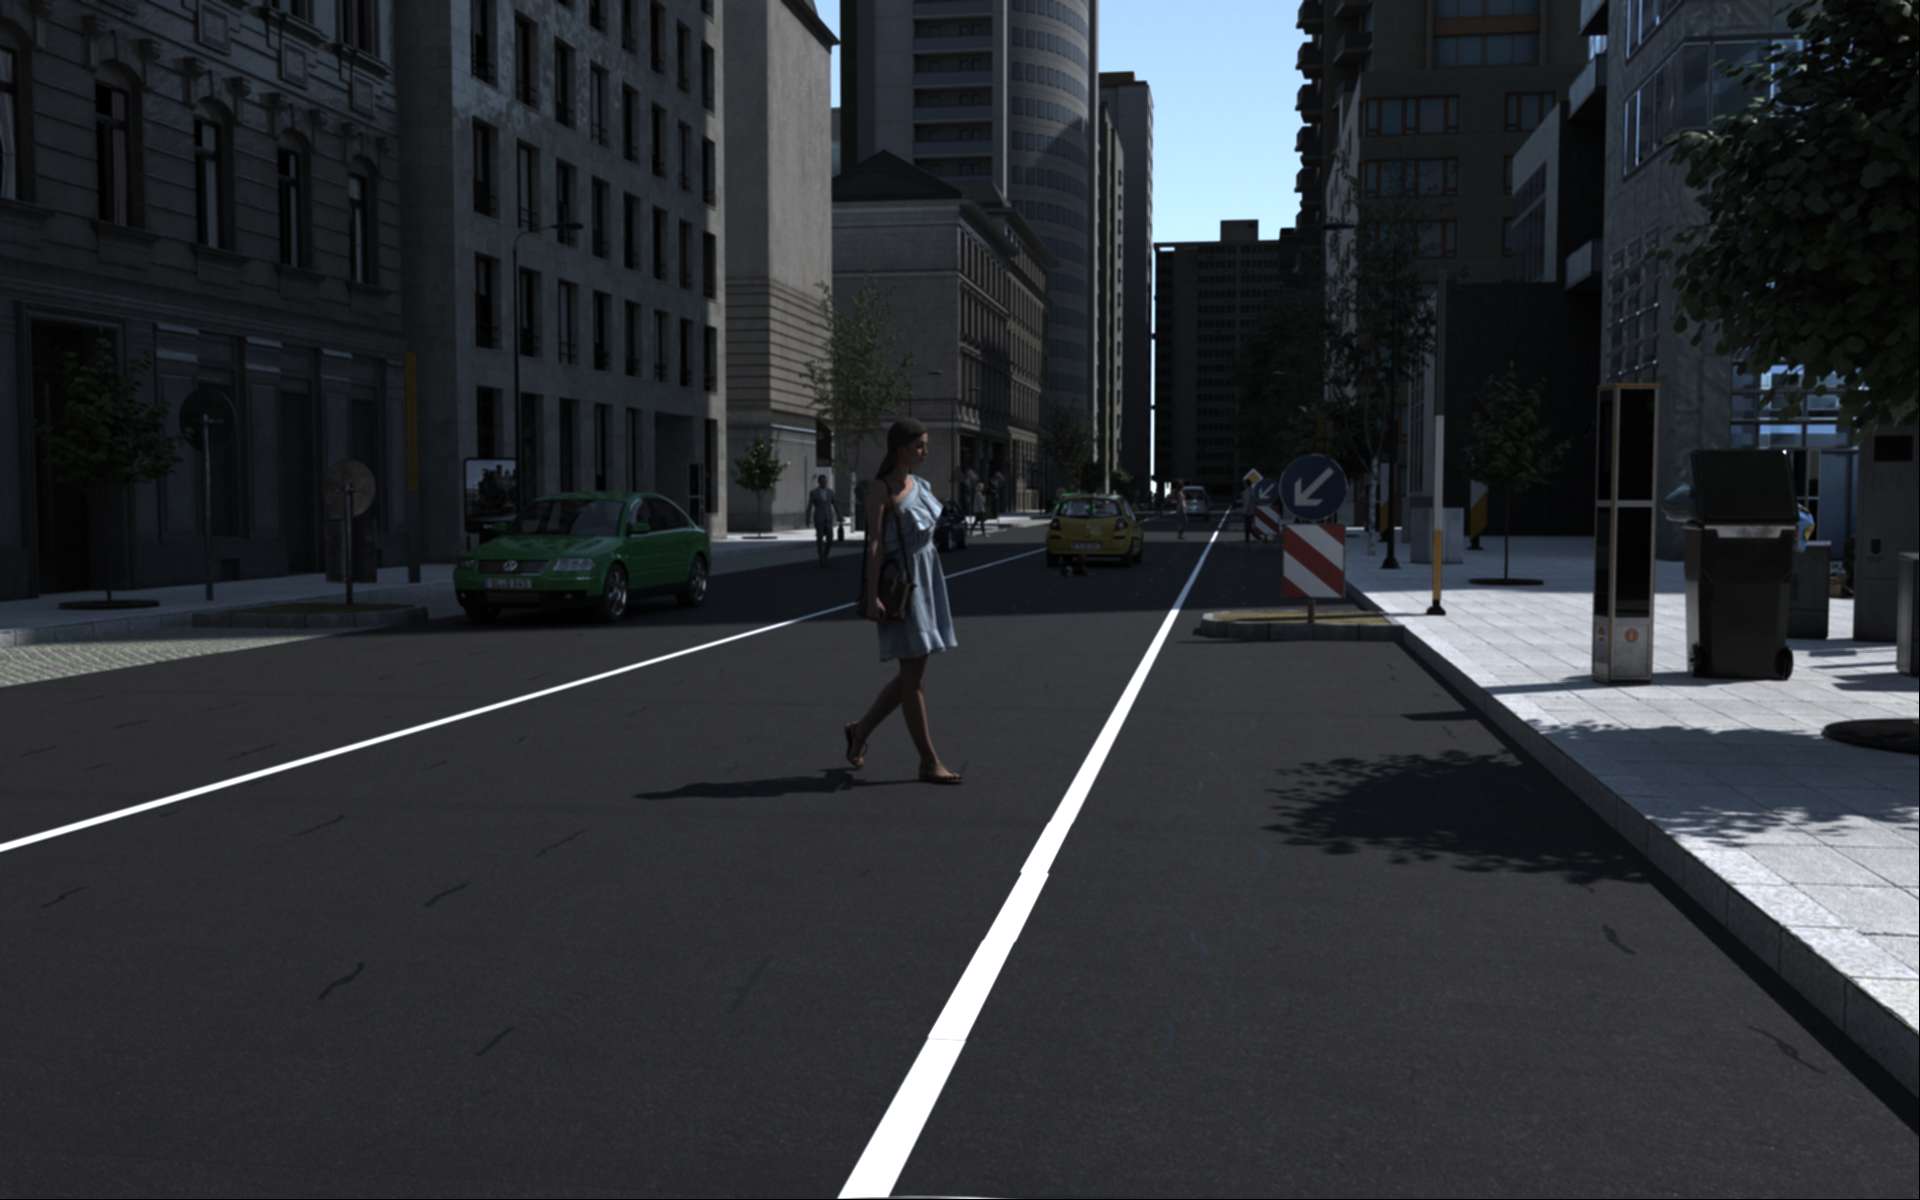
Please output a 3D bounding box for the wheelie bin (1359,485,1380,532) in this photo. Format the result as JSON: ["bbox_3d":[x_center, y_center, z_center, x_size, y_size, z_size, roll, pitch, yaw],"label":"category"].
[{"bbox_3d":[13.999,-3.108,58.719,0.980,1.594,0.693,0,4,1],"label":"wheelie bin"}]

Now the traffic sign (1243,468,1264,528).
[{"bbox_3d":[11.218,-3.831,66.282,0.795,2.450,0.064,1,4,9],"label":"traffic sign"}]

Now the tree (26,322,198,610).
[{"bbox_3d":[-9.705,-1.520,19.447,1.663,3.219,1.824,0,3,0],"label":"tree"}]

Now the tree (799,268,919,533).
[{"bbox_3d":[-3.495,-6.547,57.413,4.737,8.622,4.395,0,3,0],"label":"tree"}]

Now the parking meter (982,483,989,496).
[{"bbox_3d":[1.341,-5.265,91.786,0.255,1.863,0.399,2,4,35],"label":"parking meter"}]

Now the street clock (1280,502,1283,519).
[{"bbox_3d":[16.578,-5.155,88.857,0.358,2.002,0.471,3,5,43],"label":"street clock"}]

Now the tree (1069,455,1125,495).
[{"bbox_3d":[10.692,-9.885,145.332,4.285,4.588,4.351,0,3,0],"label":"tree"}]

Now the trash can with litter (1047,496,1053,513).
[{"bbox_3d":[6.242,-6.627,119.735,0.624,1.170,1.055,-1,4,-16],"label":"trash can with litter"}]

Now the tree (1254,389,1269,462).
[{"bbox_3d":[15.945,-8.061,82.158,4.360,8.622,3.978,0,3,0],"label":"tree"}]

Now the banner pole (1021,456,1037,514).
[{"bbox_3d":[4.410,-7.580,113.943,0.863,3.779,0.401,-2,4,-33],"label":"banner pole"}]

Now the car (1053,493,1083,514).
[{"bbox_3d":[5.332,-4.395,80.650,1.959,1.807,4.718,0,4,7],"label":"car"}]

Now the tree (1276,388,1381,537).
[{"bbox_3d":[11.271,-4.196,52.322,4.285,4.588,4.351,0,3,0],"label":"tree"}]

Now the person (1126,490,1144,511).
[{"bbox_3d":[14.617,-8.367,145.514,1.509,1.804,0.699,2,4,26],"label":"person"}]

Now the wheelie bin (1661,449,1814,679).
[{"bbox_3d":[5.451,-0.264,12.224,0.980,1.594,0.693,1,4,11],"label":"wheelie bin"}]

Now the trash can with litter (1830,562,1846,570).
[{"bbox_3d":[15.609,-1.152,29.889,2.233,1.210,1.678,-2,4,-32],"label":"trash can with litter"}]

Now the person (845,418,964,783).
[{"bbox_3d":[-0.323,-0.006,8.699,0.778,1.811,0.616,3,4,37],"label":"person"}]

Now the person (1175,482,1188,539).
[{"bbox_3d":[7.038,-2.844,55.003,0.388,1.821,0.555,-1,4,-16],"label":"person"}]

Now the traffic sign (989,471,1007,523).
[{"bbox_3d":[1.676,-4.420,75.911,0.795,2.450,0.064,1,4,9],"label":"traffic sign"}]

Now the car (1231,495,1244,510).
[{"bbox_3d":[25.847,-8.959,159.055,1.945,1.354,3.894,0,4,7],"label":"car"}]

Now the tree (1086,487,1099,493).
[{"bbox_3d":[12.158,-10.012,158.294,1.663,3.219,1.824,0,3,0],"label":"tree"}]

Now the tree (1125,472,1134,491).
[{"bbox_3d":[18.148,-13.136,198.480,4.285,4.588,4.351,0,3,0],"label":"tree"}]

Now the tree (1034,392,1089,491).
[{"bbox_3d":[7.377,-10.636,124.268,4.360,8.622,3.978,0,3,0],"label":"tree"}]

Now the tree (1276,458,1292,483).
[{"bbox_3d":[17.756,-5.992,92.574,1.663,3.219,1.824,0,3,0],"label":"tree"}]

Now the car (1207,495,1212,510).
[{"bbox_3d":[22.327,-9.025,159.554,2.014,1.417,4.499,1,4,10],"label":"car"}]

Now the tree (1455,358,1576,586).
[{"bbox_3d":[7.950,-1.842,24.717,1.663,3.219,1.824,0,3,0],"label":"tree"}]

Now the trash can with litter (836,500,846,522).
[{"bbox_3d":[-5.655,-4.086,78.189,0.624,1.170,1.055,2,4,34],"label":"trash can with litter"}]

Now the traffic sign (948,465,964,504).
[{"bbox_3d":[-0.102,-4.737,77.452,0.884,2.594,0.081,1,4,14],"label":"traffic sign"}]

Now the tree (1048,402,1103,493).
[{"bbox_3d":[9.206,-11.465,137.814,4.737,8.622,4.395,0,3,0],"label":"tree"}]

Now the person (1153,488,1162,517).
[{"bbox_3d":[12.656,-6.236,110.633,0.721,1.800,0.419,0,4,-2],"label":"person"}]

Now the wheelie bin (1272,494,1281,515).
[{"bbox_3d":[19.877,-6.160,108.626,0.693,1.594,0.980,1,4,22],"label":"wheelie bin"}]

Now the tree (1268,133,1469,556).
[{"bbox_3d":[8.617,-5.248,36.167,4.360,8.622,3.978,0,3,0],"label":"tree"}]

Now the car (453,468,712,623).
[{"bbox_3d":[-4.422,-0.735,20.815,1.959,1.807,4.718,1,4,10],"label":"car"}]

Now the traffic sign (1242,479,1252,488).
[{"bbox_3d":[12.480,-4.313,74.167,0.795,2.450,0.064,1,4,9],"label":"traffic sign"}]

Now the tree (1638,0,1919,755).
[{"bbox_3d":[5.265,-1.530,8.733,4.285,4.588,4.351,0,3,0],"label":"tree"}]

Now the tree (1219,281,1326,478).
[{"bbox_3d":[20.605,-12.113,104.699,9.857,13.997,8.962,0,3,0],"label":"tree"}]

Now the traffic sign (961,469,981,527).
[{"bbox_3d":[0.414,-3.938,68.025,0.795,2.450,0.064,1,4,9],"label":"traffic sign"}]

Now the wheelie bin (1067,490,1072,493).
[{"bbox_3d":[7.929,-7.261,126.630,0.693,1.594,0.980,1,4,20],"label":"wheelie bin"}]

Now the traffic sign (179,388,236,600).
[{"bbox_3d":[-9.067,-1.269,20.855,0.768,2.556,0.104,1,4,12],"label":"traffic sign"}]

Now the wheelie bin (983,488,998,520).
[{"bbox_3d":[1.562,-4.842,87.081,0.693,1.594,0.980,3,4,37],"label":"wheelie bin"}]

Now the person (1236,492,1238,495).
[{"bbox_3d":[35.161,-12.868,219.443,0.434,1.755,0.990,1,4,12],"label":"person"}]

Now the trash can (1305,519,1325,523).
[{"bbox_3d":[11.279,-2.652,55.018,0.748,1.137,0.748,0,3,0],"label":"trash can"}]

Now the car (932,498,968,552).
[{"bbox_3d":[-0.881,-1.942,44.329,1.945,1.354,3.894,1,4,9],"label":"car"}]

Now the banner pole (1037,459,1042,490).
[{"bbox_3d":[5.454,-8.068,121.932,0.863,3.779,0.401,0,4,6],"label":"banner pole"}]

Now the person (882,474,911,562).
[{"bbox_3d":[-1.014,-1.401,31.501,0.778,1.811,0.616,-1,4,-15],"label":"person"}]

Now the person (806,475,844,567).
[{"bbox_3d":[-2.669,-1.560,34.132,0.709,1.813,0.853,-2,4,-27],"label":"person"}]

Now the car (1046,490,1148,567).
[{"bbox_3d":[2.803,-1.543,35.458,2.015,1.641,3.980,1,4,10],"label":"car"}]

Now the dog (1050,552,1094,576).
[{"bbox_3d":[1.966,-0.625,30.413,0.748,0.427,0.550,1,4,12],"label":"dog"}]

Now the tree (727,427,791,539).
[{"bbox_3d":[-5.815,-3.375,49.785,1.663,3.219,1.824,0,3,0],"label":"tree"}]

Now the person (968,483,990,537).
[{"bbox_3d":[0.627,-3.008,57.867,0.728,1.800,0.709,0,4,-3],"label":"person"}]

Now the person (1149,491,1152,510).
[{"bbox_3d":[17.131,-8.936,155.527,0.530,1.710,0.541,2,4,33],"label":"person"}]

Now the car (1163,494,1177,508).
[{"bbox_3d":[22.102,-10.416,179.342,2.155,1.783,4.494,0,4,7],"label":"car"}]

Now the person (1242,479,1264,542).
[{"bbox_3d":[7.876,-2.346,46.708,0.795,1.843,0.661,2,4,29],"label":"person"}]

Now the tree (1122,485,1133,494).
[{"bbox_3d":[19.730,-12.848,204.670,1.663,3.219,1.824,0,3,0],"label":"tree"}]
